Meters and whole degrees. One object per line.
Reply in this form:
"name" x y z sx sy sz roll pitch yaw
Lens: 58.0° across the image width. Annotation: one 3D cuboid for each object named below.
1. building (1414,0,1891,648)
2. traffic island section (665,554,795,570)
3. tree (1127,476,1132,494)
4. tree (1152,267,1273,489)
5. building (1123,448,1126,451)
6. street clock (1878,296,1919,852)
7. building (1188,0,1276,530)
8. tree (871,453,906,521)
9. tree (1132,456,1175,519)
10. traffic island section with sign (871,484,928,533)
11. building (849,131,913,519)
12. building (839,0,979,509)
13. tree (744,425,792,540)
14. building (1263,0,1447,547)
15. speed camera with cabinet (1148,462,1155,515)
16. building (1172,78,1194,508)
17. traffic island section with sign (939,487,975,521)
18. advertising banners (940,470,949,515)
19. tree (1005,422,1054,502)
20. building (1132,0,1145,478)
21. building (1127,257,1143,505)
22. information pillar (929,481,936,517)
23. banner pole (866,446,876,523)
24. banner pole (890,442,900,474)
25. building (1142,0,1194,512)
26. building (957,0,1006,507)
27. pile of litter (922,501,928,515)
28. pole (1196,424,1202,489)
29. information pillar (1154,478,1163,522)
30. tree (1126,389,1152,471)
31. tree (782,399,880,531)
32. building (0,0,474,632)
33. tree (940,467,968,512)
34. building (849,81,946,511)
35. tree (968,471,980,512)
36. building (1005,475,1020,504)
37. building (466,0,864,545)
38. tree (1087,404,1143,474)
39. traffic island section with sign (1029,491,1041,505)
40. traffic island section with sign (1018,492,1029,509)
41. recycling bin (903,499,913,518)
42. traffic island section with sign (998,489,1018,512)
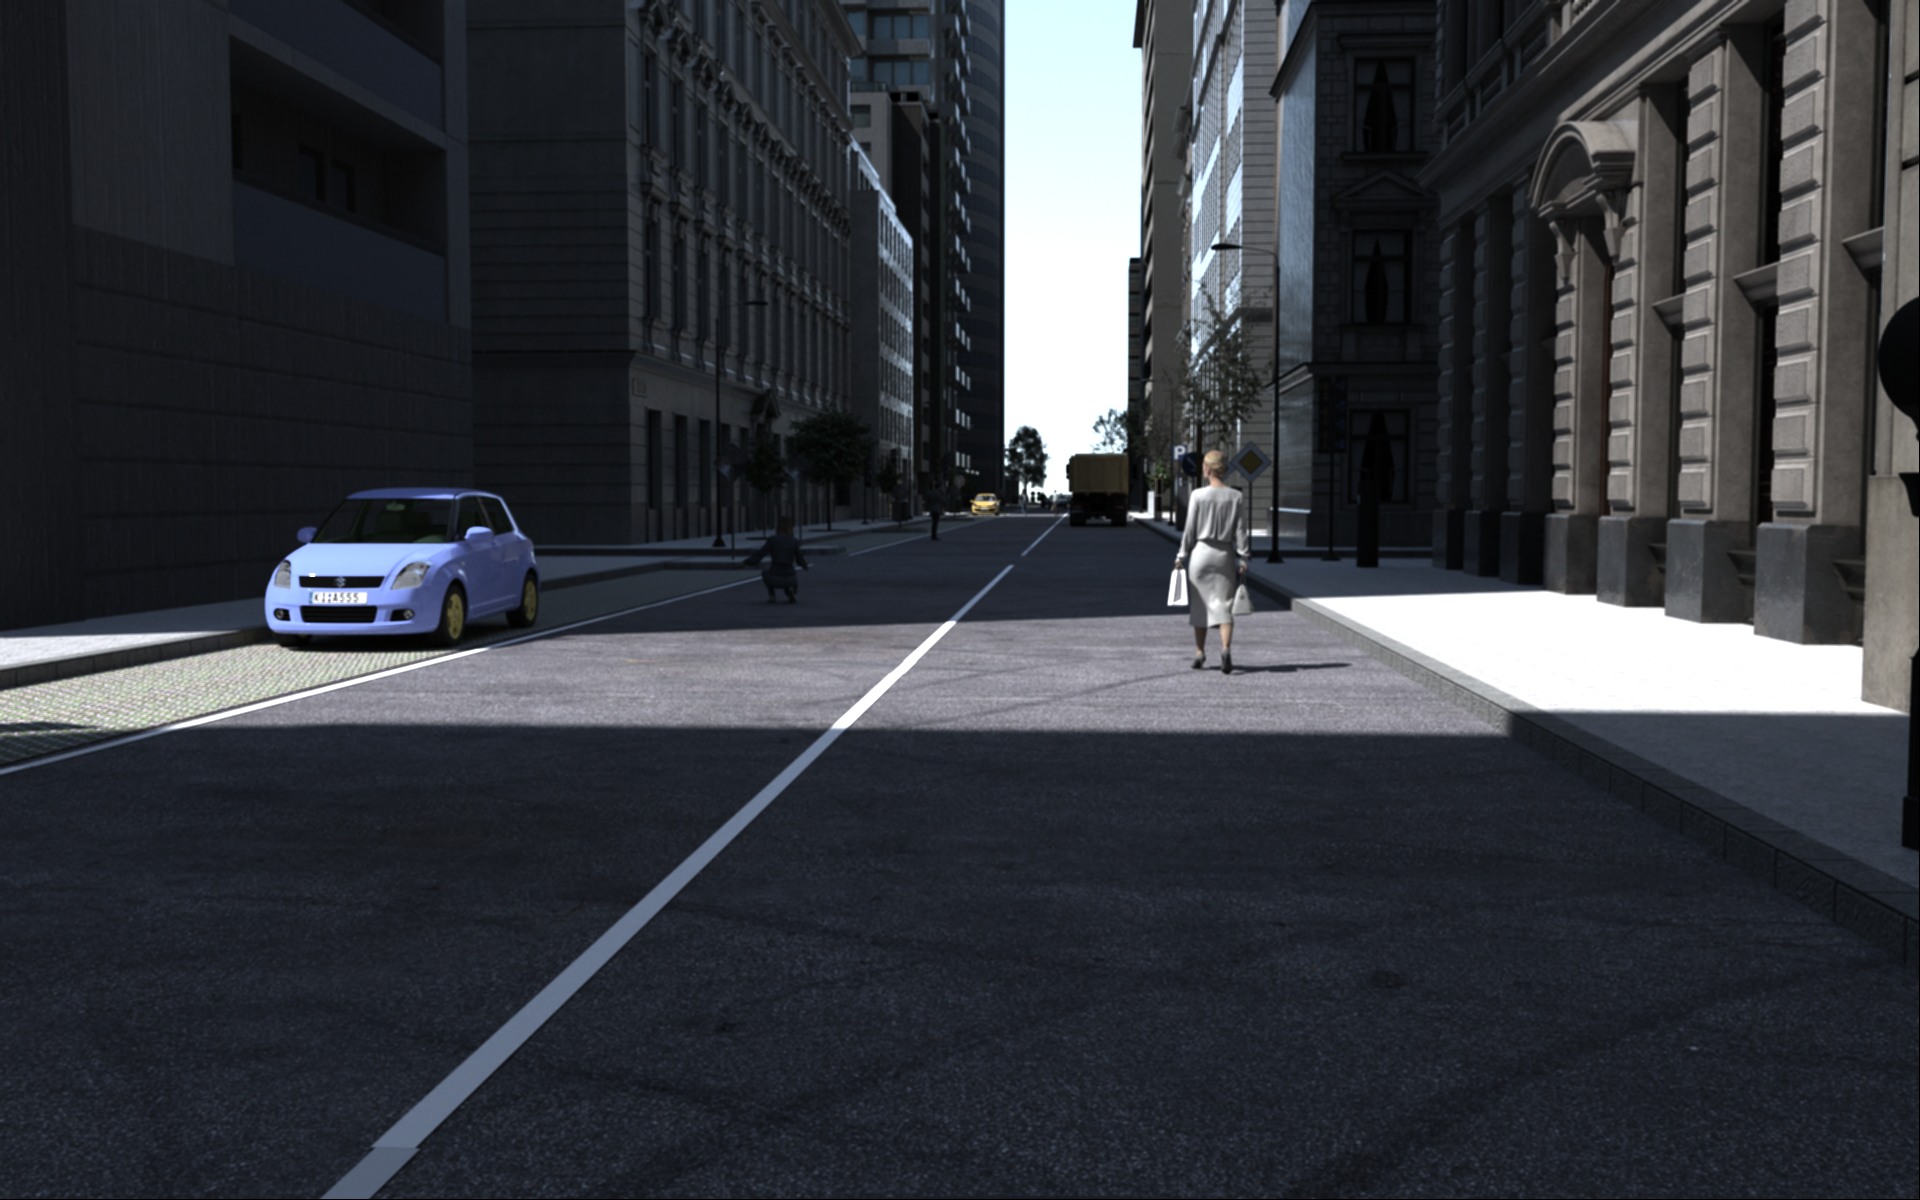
"building" 12.423 -11.707 20.292 11.050 23.489 19.941 0 4 4
"traffic island section" -4.455 -0.707 33.844 2.009 0.180 2.903 0 4 4
"tree" 15.323 -10.026 158.529 1.663 3.219 1.824 0 3 0
"tree" 8.534 -6.503 56.684 4.360 8.622 3.978 0 3 0
"building" 33.620 -56.249 232.349 22.319 86.520 31.000 0 4 4
"street clock" 3.531 -0.098 6.165 0.471 2.002 0.358 0 4 -7
"building" 16.475 -18.239 75.701 11.434 29.767 29.804 0 4 4
"tree" -3.310 -5.350 82.075 1.663 3.219 1.824 0 3 0
"tree" 10.219 -5.765 88.857 1.663 3.219 1.824 0 3 0
"traffic island section with sign" -2.208 -3.412 64.413 1.989 1.847 2.006 0 4 4
"building" -8.629 -14.736 95.678 10.420 20.320 16.860 0 4 4
"building" -10.791 -32.283 147.435 23.786 49.044 30.456 0 4 4
"tree" -5.397 -3.319 48.869 1.663 3.219 1.824 0 3 0
"building" 17.811 -11.067 45.572 19.286 19.102 10.561 0 4 4
"speed camera with cabinet" 12.075 -6.894 107.049 0.660 3.252 2.038 1 4 16
"building" 19.977 -19.288 102.752 14.401 28.519 23.554 0 4 4
"traffic island section with sign" -0.226 -5.056 91.296 1.989 1.847 2.006 0 4 4
"advertising banners" -1.016 -6.885 108.762 0.090 3.025 2.074 -1 4 -16
"tree" 10.459 -21.924 275.464 9.611 12.733 9.660 0 3 0
"building" 32.050 -35.827 175.002 28.713 52.752 27.495 0 4 4
"building" 27.464 -26.906 211.607 14.160 30.474 14.107 0 4 4
"information pillar" -1.544 -5.715 97.929 0.304 2.012 0.304 3 4 37
"banner pole" -4.060 -5.402 78.331 0.401 3.779 0.863 -3 4 -38
"banner pole" -3.114 -5.758 84.156 0.401 3.779 0.863 -3 5 -44
"building" 25.431 -31.304 135.516 21.300 48.544 21.600 0 4 4
"building" -6.544 -38.804 176.441 21.231 58.520 28.212 0 4 4
"pile of litter" -2.680 -6.017 112.346 1.176 0.858 1.719 0 4 3
"pole" 6.999 -3.479 50.719 0.158 3.312 0.155 0 3 0
"information pillar" 9.227 -4.653 80.576 0.304 2.012 0.304 -1 4 -12
"tree" 13.613 -10.379 120.055 4.360 8.622 3.978 0 3 0
"tree" -4.460 -4.665 59.994 4.285 4.588 4.351 0 3 0
"building" -22.400 -29.464 23.740 28.212 58.520 21.231 0 4 4
"tree" -0.543 -7.831 122.632 1.663 3.219 1.824 0 3 0
"building" -8.606 -21.617 125.143 14.160 30.474 14.107 0 4 4
"tree" 0.368 -8.150 127.853 1.663 3.219 1.824 0 3 0
"building" -1.533 -50.018 256.040 20.563 71.187 20.611 0 4 4
"building" -14.528 -17.617 64.455 17.030 29.872 44.131 0 4 4
"tree" 18.558 -16.789 200.258 9.928 11.665 9.643 0 3 0
"traffic island section with sign" 9.470 -13.112 223.009 1.989 1.847 2.006 0 4 4
"traffic island section with sign" 5.460 -9.777 168.482 1.989 1.847 2.006 0 4 4
"recycling bin" -2.981 -4.940 93.331 0.722 1.027 0.722 -2 4 -28
"traffic island section with sign" 3.473 -8.133 141.600 1.989 1.847 2.006 0 4 4
